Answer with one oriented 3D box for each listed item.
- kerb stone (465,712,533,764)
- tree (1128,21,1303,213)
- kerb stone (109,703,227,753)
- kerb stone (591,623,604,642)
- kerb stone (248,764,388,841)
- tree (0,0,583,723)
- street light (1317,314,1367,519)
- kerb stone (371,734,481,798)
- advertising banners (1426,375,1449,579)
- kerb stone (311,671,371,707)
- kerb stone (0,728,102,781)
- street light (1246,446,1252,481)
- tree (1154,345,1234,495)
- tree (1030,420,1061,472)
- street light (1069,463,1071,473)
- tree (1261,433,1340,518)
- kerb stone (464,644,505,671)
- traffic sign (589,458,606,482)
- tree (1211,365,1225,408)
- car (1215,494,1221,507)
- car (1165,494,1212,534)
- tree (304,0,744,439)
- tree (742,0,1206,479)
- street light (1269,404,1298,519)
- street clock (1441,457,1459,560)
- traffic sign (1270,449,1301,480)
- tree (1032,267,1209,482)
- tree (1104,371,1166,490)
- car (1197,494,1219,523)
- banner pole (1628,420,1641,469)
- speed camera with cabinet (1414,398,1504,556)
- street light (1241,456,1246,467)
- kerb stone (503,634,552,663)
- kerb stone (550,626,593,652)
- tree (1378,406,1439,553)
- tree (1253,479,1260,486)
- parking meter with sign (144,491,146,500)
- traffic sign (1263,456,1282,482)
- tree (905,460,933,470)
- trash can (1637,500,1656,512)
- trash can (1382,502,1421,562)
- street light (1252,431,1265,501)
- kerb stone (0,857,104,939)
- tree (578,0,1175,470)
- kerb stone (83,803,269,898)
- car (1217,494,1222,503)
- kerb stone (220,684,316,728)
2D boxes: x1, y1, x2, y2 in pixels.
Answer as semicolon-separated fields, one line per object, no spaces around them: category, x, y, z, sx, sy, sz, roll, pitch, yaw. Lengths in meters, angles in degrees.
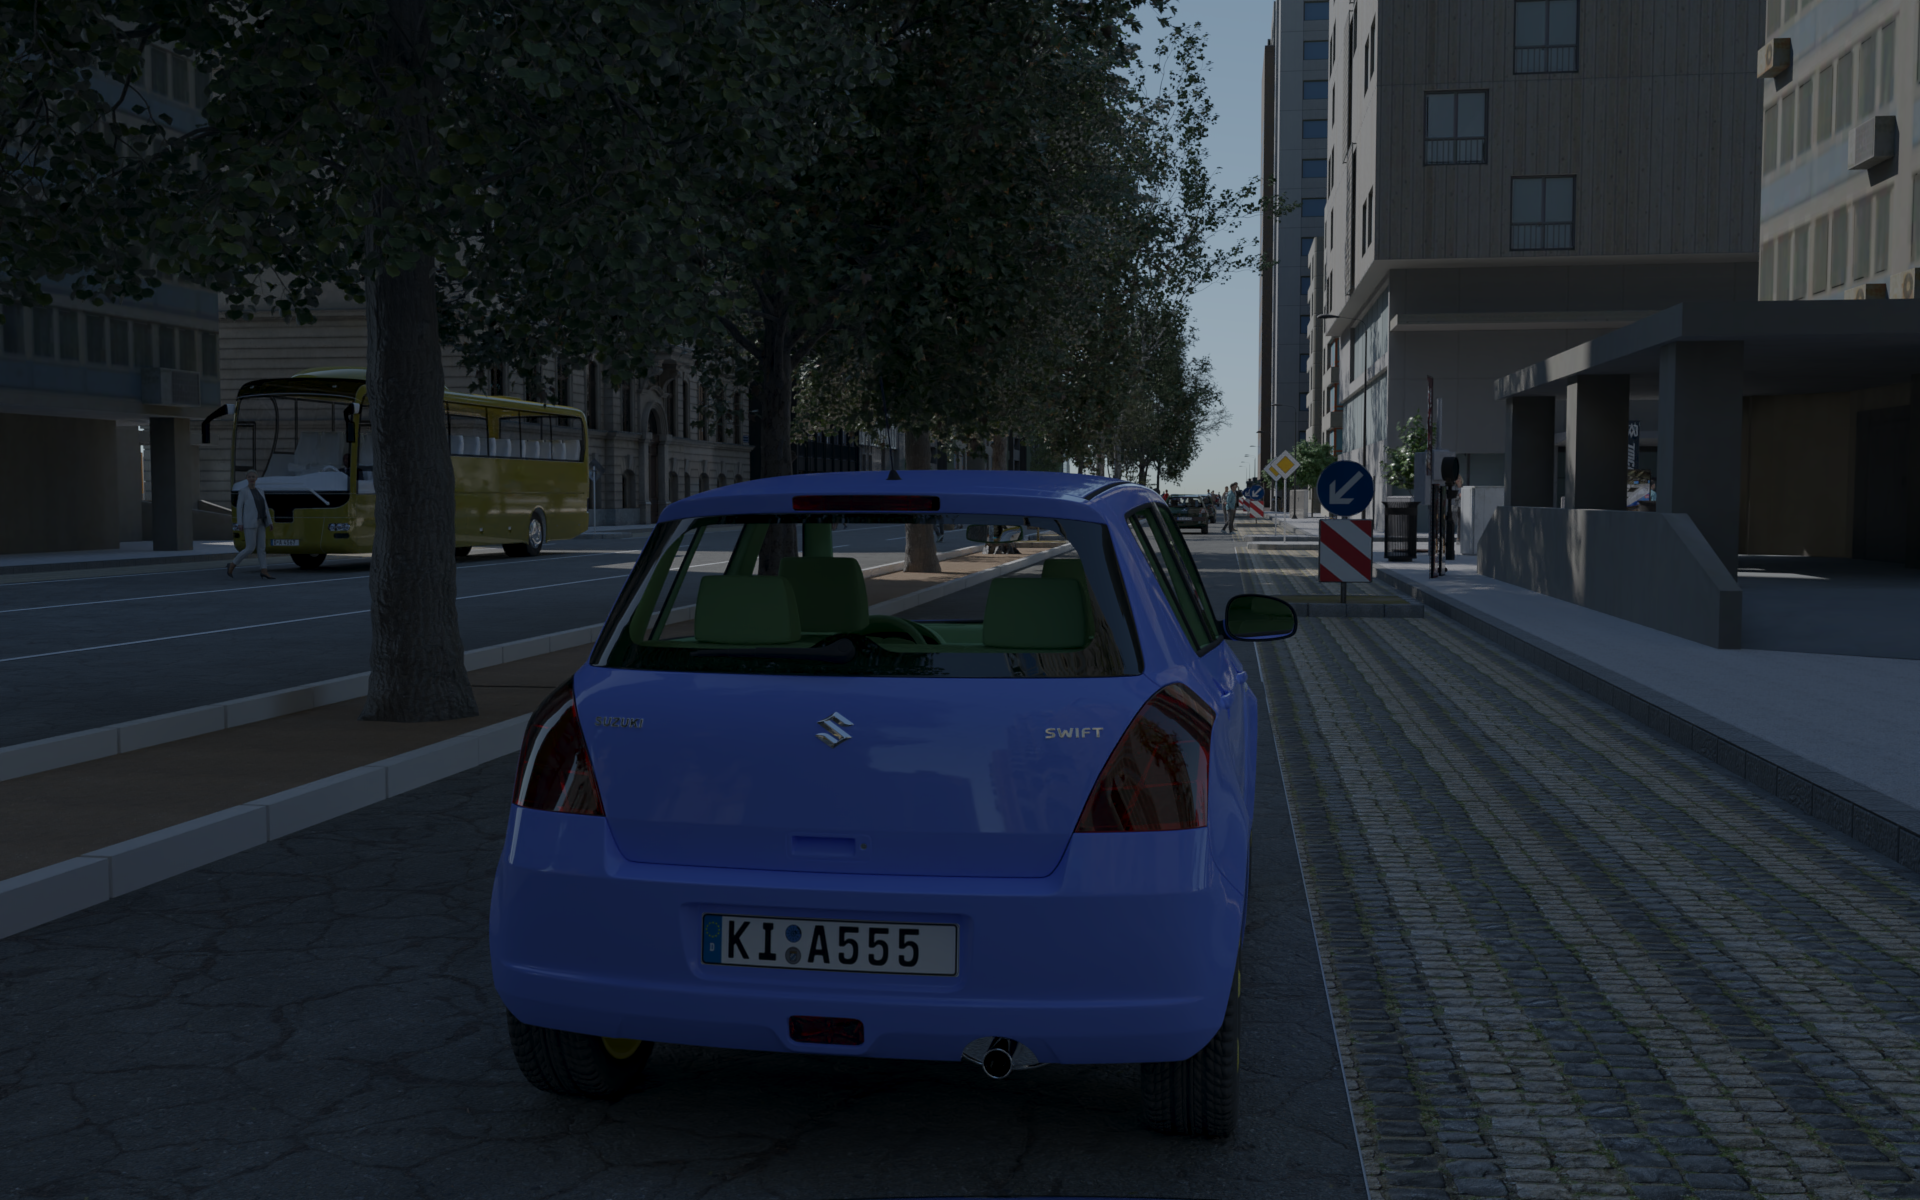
kerb stone;-2.532;0.766;9.673;0.120;0.150;1.000;1;4;9
tree;6.782;-12.884;68.994;12.611;20.169;13.585;0;3;0
kerb stone;-4.593;0.745;10.011;0.120;0.150;1.000;1;4;9
kerb stone;-3.514;0.311;17.104;0.120;0.150;1.000;1;4;9
kerb stone;-2.834;0.890;7.651;0.120;0.150;1.000;1;4;9
tree;-3.452;-6.206;10.574;9.857;13.997;8.962;0;3;0
street light;9.912;-4.418;44.778;1.470;5.913;1.316;1;4;9
kerb stone;-2.678;0.828;8.661;0.120;0.150;1.000;1;4;9
advertising banners;7.283;-1.853;26.479;0.090;3.025;2.074;2;4;24
kerb stone;-4.288;0.621;12.041;0.120;0.150;1.000;1;4;9
kerb stone;-4.748;0.807;8.996;0.120;0.150;1.000;1;4;9
street light;28.407;-11.819;165.778;1.470;5.913;1.316;1;4;9
tree;13.836;-12.724;120.869;12.009;13.543;11.850;0;3;0
tree;9.178;-17.725;207.928;7.486;12.596;7.792;0;3;0
street light;16.526;-17.122;252.488;1.470;5.913;1.316;1;4;9
tree;19.031;-6.701;93.278;4.285;4.588;4.351;0;3;0
kerb stone;-3.982;0.497;14.067;0.120;0.150;1.000;1;4;9
traffic sign;-11.923;-3.319;56.462;0.795;2.593;0.064;1;4;9
tree;10.730;-11.171;102.107;9.611;12.733;9.660;0;3;0
car;28.801;-11.574;198.273;2.155;1.783;4.494;1;4;9
car;8.194;-3.268;63.224;2.009;1.686;4.222;0;4;7
tree;-2.202;-6.170;20.351;9.611;12.733;9.660;0;3;0
tree;0.932;-7.425;40.864;9.611;12.733;9.660;0;3;0
street light;16.694;-7.128;89.091;1.470;5.913;1.316;1;4;9
street clock;9.511;-1.778;33.646;0.358;2.002;0.471;2;4;32
traffic sign;8.515;-2.634;45.260;0.795;2.593;0.064;1;4;9
tree;3.992;-7.495;59.406;8.767;10.594;7.601;1;4;9
tree;9.343;-8.694;94.961;4.360;8.622;3.978;0;3;0
car;11.837;-4.661;85.995;2.009;1.686;4.222;1;4;10
banner pole;19.857;-3.771;51.679;0.863;3.779;0.401;0;4;0
speed camera with cabinet;10.563;-2.562;36.220;2.038;3.252;0.660;-1;4;-10
street light;35.302;-14.577;210.876;1.470;5.913;1.316;1;4;9
kerb stone;-3.826;0.435;15.078;0.120;0.150;1.000;1;4;9
kerb stone;-3.671;0.373;16.094;0.120;0.150;1.000;1;4;9
tree;10.210;-2.671;38.276;1.663;3.219;1.824;0;3;0
tree;37.156;-13.632;217.477;1.663;3.219;1.824;0;3;0
parking meter with sign;-47.964;-6.421;101.250;0.543;3.016;1.738;1;4;18
traffic sign;9.719;-3.117;53.155;0.795;2.593;0.064;1;4;9
tree;-3.508;-8.915;129.476;4.285;4.588;4.351;0;3;0
trash can;15.569;-1.664;38.865;0.748;1.137;0.748;0;3;0
trash can;8.375;-1.300;32.914;0.748;1.137;0.748;0;3;0
street light;22.673;-9.551;128.692;1.470;5.913;1.316;1;4;9
kerb stone;-3.140;1.015;5.630;0.120;0.150;1.000;1;4;9
tree;-0.702;-7.464;31.145;9.857;13.997;8.962;0;3;0
kerb stone;-2.988;0.951;6.640;0.120;0.150;1.000;1;4;9
car;39.815;-15.730;269.187;2.014;1.417;4.499;0;4;7
kerb stone;-4.436;0.683;11.027;0.120;0.150;1.000;1;4;9
